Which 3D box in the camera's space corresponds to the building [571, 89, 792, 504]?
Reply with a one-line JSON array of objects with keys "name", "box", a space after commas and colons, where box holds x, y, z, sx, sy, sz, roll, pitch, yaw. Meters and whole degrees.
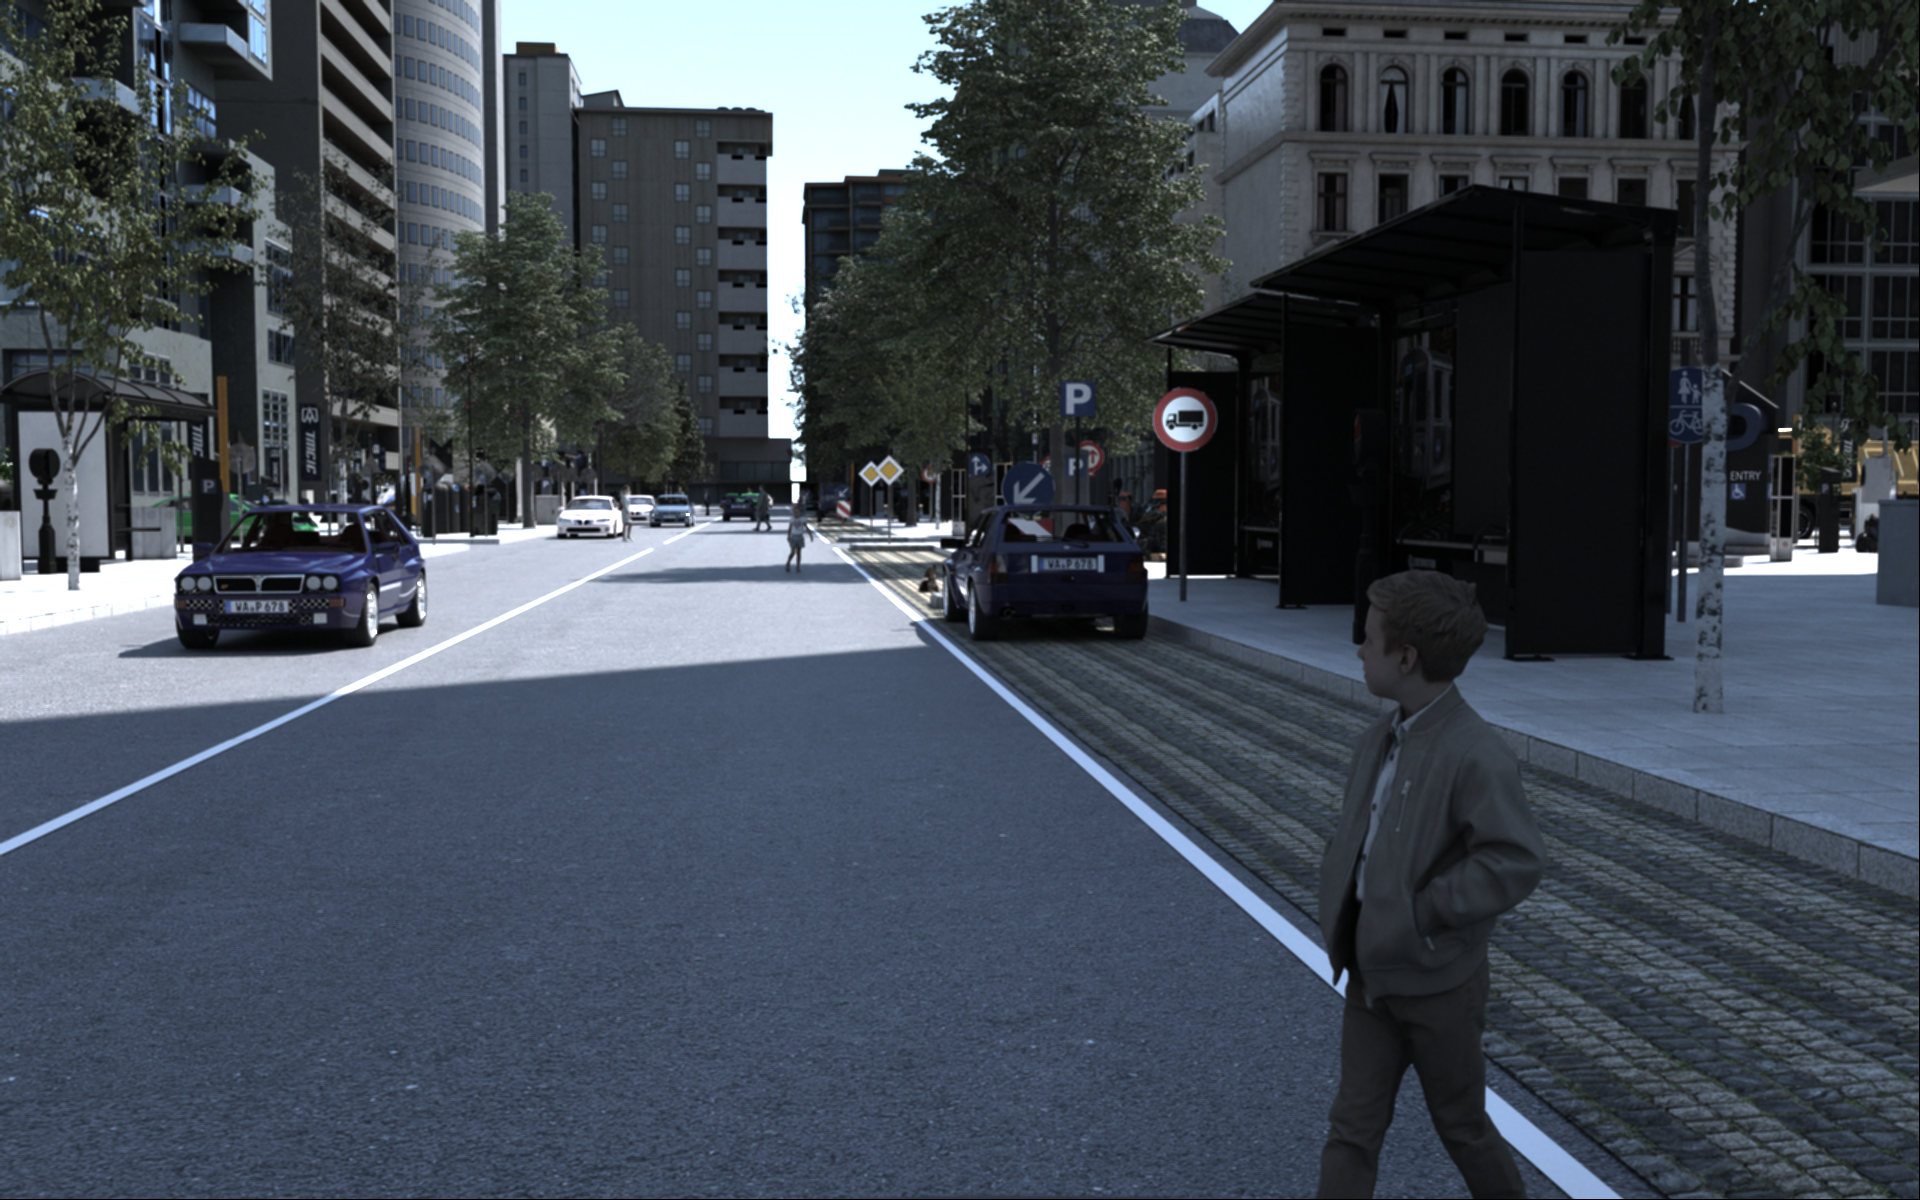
[{"name": "building", "box": [-36.843, -39.500, 235.065, 27.495, 52.752, 28.713, 0, 4, -6]}]

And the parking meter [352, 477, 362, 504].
[{"name": "parking meter", "box": [-20.277, -3.217, 58.305, 0.255, 1.863, 0.399, -2, 4, -29]}]

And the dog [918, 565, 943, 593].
[{"name": "dog", "box": [-0.372, -0.313, 25.318, 0.550, 0.427, 0.748, 2, 4, 25]}]

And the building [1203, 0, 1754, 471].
[{"name": "building", "box": [21.314, -14.940, 73.143, 19.941, 23.489, 11.050, 0, 4, -6]}]

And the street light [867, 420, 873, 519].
[{"name": "street light", "box": [-4.490, -7.013, 87.444, 0.468, 5.910, 1.993, 0, 4, -6]}]

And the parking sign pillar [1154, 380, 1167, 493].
[{"name": "parking sign pillar", "box": [5.004, -3.253, 41.663, 1.447, 3.967, 1.447, 1, 4, 18]}]

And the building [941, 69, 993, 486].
[{"name": "building", "box": [10.804, -31.884, 175.927, 22.147, 44.769, 28.867, 0, 4, -6]}]

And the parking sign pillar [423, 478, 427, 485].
[{"name": "parking sign pillar", "box": [-38.018, -8.233, 123.081, 1.447, 3.967, 1.447, 0, 4, 4]}]

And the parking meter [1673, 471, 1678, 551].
[{"name": "parking meter", "box": [15.977, -2.025, 38.821, 0.399, 1.863, 0.255, 1, 4, 20]}]

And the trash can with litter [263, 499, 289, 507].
[{"name": "trash can with litter", "box": [-14.477, -1.541, 36.586, 0.624, 1.170, 1.055, 0, 4, -5]}]

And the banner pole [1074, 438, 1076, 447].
[{"name": "banner pole", "box": [5.311, -5.334, 77.221, 0.863, 3.779, 0.401, -3, 4, -37]}]

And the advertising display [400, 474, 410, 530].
[{"name": "advertising display", "box": [-17.833, -3.086, 55.673, 0.123, 1.923, 0.974, -2, 4, -26]}]

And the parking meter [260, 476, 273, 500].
[{"name": "parking meter", "box": [-22.135, -3.036, 55.344, 0.399, 1.863, 0.255, 3, 5, 40]}]

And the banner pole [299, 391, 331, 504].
[{"name": "banner pole", "box": [-15.550, -3.177, 41.960, 0.863, 3.779, 0.401, -1, 4, -21]}]

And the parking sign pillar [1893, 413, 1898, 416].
[{"name": "parking sign pillar", "box": [31.500, -4.273, 58.328, 1.447, 3.967, 1.447, 1, 4, 20]}]

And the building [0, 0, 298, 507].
[{"name": "building", "box": [-43.178, -46.598, 74.544, 22.319, 86.520, 31.000, 0, 4, -6]}]

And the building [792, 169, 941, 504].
[{"name": "building", "box": [-8.573, -35.559, 236.009, 28.867, 44.769, 22.147, 0, 4, -6]}]

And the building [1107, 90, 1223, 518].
[{"name": "building", "box": [14.441, -14.450, 91.003, 10.420, 20.320, 16.860, 0, 4, -6]}]

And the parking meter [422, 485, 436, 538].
[{"name": "parking meter", "box": [-15.576, -2.593, 50.808, 0.372, 1.533, 0.369, 0, 3, 0]}]

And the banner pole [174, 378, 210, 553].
[{"name": "banner pole", "box": [-16.698, -2.911, 37.609, 0.863, 3.779, 0.401, -3, 5, -39]}]

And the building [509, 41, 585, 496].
[{"name": "building", "box": [-64.160, -41.985, 228.458, 28.212, 58.520, 21.231, 0, 4, -6]}]

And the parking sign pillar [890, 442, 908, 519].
[{"name": "parking sign pillar", "box": [-2.873, -6.162, 89.225, 1.447, 3.967, 1.447, 0, 4, -2]}]

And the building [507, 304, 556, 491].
[{"name": "building", "box": [-56.308, -19.928, 170.869, 28.899, 21.520, 27.650, 0, 4, -6]}]

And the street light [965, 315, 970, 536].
[{"name": "street light", "box": [0.180, -4.343, 43.799, 0.468, 5.910, 1.993, 0, 4, -6]}]

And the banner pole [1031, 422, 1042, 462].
[{"name": "banner pole", "box": [2.680, -4.287, 60.101, 0.401, 3.779, 0.863, 2, 4, 31]}]

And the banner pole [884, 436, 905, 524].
[{"name": "banner pole", "box": [-2.852, -5.188, 74.843, 0.863, 3.779, 0.401, -1, 4, -9]}]

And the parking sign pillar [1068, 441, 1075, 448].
[{"name": "parking sign pillar", "box": [5.702, -6.027, 87.012, 1.447, 3.967, 1.447, -2, 4, -28]}]

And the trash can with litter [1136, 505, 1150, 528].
[{"name": "trash can with litter", "box": [6.948, -3.140, 62.721, 1.055, 1.170, 0.624, -2, 4, -27]}]

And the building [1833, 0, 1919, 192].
[{"name": "building", "box": [30.399, -26.263, 18.647, 28.713, 52.752, 27.495, 0, 4, -6]}]

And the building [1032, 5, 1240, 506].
[{"name": "building", "box": [12.455, -20.602, 114.335, 11.434, 29.767, 29.804, 0, 4, -6]}]

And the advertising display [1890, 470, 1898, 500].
[{"name": "advertising display", "box": [24.772, -2.514, 46.325, 0.974, 1.923, 0.123, -3, 4, -36]}]

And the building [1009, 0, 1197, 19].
[{"name": "building", "box": [10.670, -27.912, 139.954, 14.154, 41.232, 14.086, 0, 4, -6]}]

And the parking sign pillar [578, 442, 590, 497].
[{"name": "parking sign pillar", "box": [-18.123, -5.814, 83.536, 1.447, 3.967, 1.447, 0, 4, -7]}]

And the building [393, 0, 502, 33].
[{"name": "building", "box": [-48.681, -36.345, 136.237, 21.231, 58.520, 28.212, 0, 4, -6]}]

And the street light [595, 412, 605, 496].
[{"name": "street light", "box": [-18.533, -7.132, 89.398, 0.468, 5.910, 1.993, 0, 4, -6]}]

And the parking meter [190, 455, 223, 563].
[{"name": "parking meter", "box": [-11.376, -1.252, 26.178, 0.399, 1.863, 0.255, -3, 5, -42]}]

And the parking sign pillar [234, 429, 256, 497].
[{"name": "parking sign pillar", "box": [-29.673, -5.107, 71.978, 1.447, 3.967, 1.447, 0, 4, -4]}]

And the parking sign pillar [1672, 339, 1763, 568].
[{"name": "parking sign pillar", "box": [13.101, -2.575, 30.571, 1.447, 3.967, 1.447, 3, 5, 40]}]

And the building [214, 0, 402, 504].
[{"name": "building", "box": [-48.857, -29.714, 109.525, 21.300, 48.544, 21.600, 0, 4, -6]}]

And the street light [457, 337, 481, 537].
[{"name": "street light", "box": [-14.447, -4.790, 51.101, 0.468, 5.910, 1.993, 0, 4, -6]}]

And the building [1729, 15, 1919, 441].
[{"name": "building", "box": [46.221, -15.819, 77.706, 30.058, 24.678, 14.314, 0, 4, -6]}]

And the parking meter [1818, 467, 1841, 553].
[{"name": "parking meter", "box": [19.002, -1.965, 37.832, 0.255, 1.863, 0.399, -1, 4, -15]}]

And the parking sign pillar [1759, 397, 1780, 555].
[{"name": "parking sign pillar", "box": [16.723, -2.964, 36.935, 1.447, 3.967, 1.447, -2, 4, -34]}]

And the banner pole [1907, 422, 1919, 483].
[{"name": "banner pole", "box": [32.785, -4.276, 59.935, 0.863, 3.779, 0.401, 2, 4, 25]}]

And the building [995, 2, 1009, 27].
[{"name": "building", "box": [16.135, -48.843, 236.829, 20.611, 71.187, 20.563, 0, 4, -6]}]

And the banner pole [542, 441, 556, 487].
[{"name": "banner pole", "box": [-18.976, -5.495, 79.863, 0.863, 3.779, 0.401, -3, 5, -43]}]

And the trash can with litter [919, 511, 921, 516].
[{"name": "trash can with litter", "box": [-2.103, -6.342, 114.745, 2.233, 1.210, 1.678, -1, 4, -18]}]

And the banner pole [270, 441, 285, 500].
[{"name": "banner pole", "box": [-31.949, -5.581, 81.261, 0.863, 3.779, 0.401, 0, 4, -2]}]

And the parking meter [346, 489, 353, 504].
[{"name": "parking meter", "box": [-27.864, -4.331, 79.215, 0.372, 1.533, 0.369, 0, 3, 0]}]

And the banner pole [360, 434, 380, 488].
[{"name": "banner pole", "box": [-24.639, -5.067, 72.865, 0.401, 3.779, 0.863, 1, 4, 21]}]

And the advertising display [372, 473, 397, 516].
[{"name": "advertising display", "box": [-17.494, -2.902, 52.665, 0.123, 1.923, 0.974, 1, 4, 20]}]
